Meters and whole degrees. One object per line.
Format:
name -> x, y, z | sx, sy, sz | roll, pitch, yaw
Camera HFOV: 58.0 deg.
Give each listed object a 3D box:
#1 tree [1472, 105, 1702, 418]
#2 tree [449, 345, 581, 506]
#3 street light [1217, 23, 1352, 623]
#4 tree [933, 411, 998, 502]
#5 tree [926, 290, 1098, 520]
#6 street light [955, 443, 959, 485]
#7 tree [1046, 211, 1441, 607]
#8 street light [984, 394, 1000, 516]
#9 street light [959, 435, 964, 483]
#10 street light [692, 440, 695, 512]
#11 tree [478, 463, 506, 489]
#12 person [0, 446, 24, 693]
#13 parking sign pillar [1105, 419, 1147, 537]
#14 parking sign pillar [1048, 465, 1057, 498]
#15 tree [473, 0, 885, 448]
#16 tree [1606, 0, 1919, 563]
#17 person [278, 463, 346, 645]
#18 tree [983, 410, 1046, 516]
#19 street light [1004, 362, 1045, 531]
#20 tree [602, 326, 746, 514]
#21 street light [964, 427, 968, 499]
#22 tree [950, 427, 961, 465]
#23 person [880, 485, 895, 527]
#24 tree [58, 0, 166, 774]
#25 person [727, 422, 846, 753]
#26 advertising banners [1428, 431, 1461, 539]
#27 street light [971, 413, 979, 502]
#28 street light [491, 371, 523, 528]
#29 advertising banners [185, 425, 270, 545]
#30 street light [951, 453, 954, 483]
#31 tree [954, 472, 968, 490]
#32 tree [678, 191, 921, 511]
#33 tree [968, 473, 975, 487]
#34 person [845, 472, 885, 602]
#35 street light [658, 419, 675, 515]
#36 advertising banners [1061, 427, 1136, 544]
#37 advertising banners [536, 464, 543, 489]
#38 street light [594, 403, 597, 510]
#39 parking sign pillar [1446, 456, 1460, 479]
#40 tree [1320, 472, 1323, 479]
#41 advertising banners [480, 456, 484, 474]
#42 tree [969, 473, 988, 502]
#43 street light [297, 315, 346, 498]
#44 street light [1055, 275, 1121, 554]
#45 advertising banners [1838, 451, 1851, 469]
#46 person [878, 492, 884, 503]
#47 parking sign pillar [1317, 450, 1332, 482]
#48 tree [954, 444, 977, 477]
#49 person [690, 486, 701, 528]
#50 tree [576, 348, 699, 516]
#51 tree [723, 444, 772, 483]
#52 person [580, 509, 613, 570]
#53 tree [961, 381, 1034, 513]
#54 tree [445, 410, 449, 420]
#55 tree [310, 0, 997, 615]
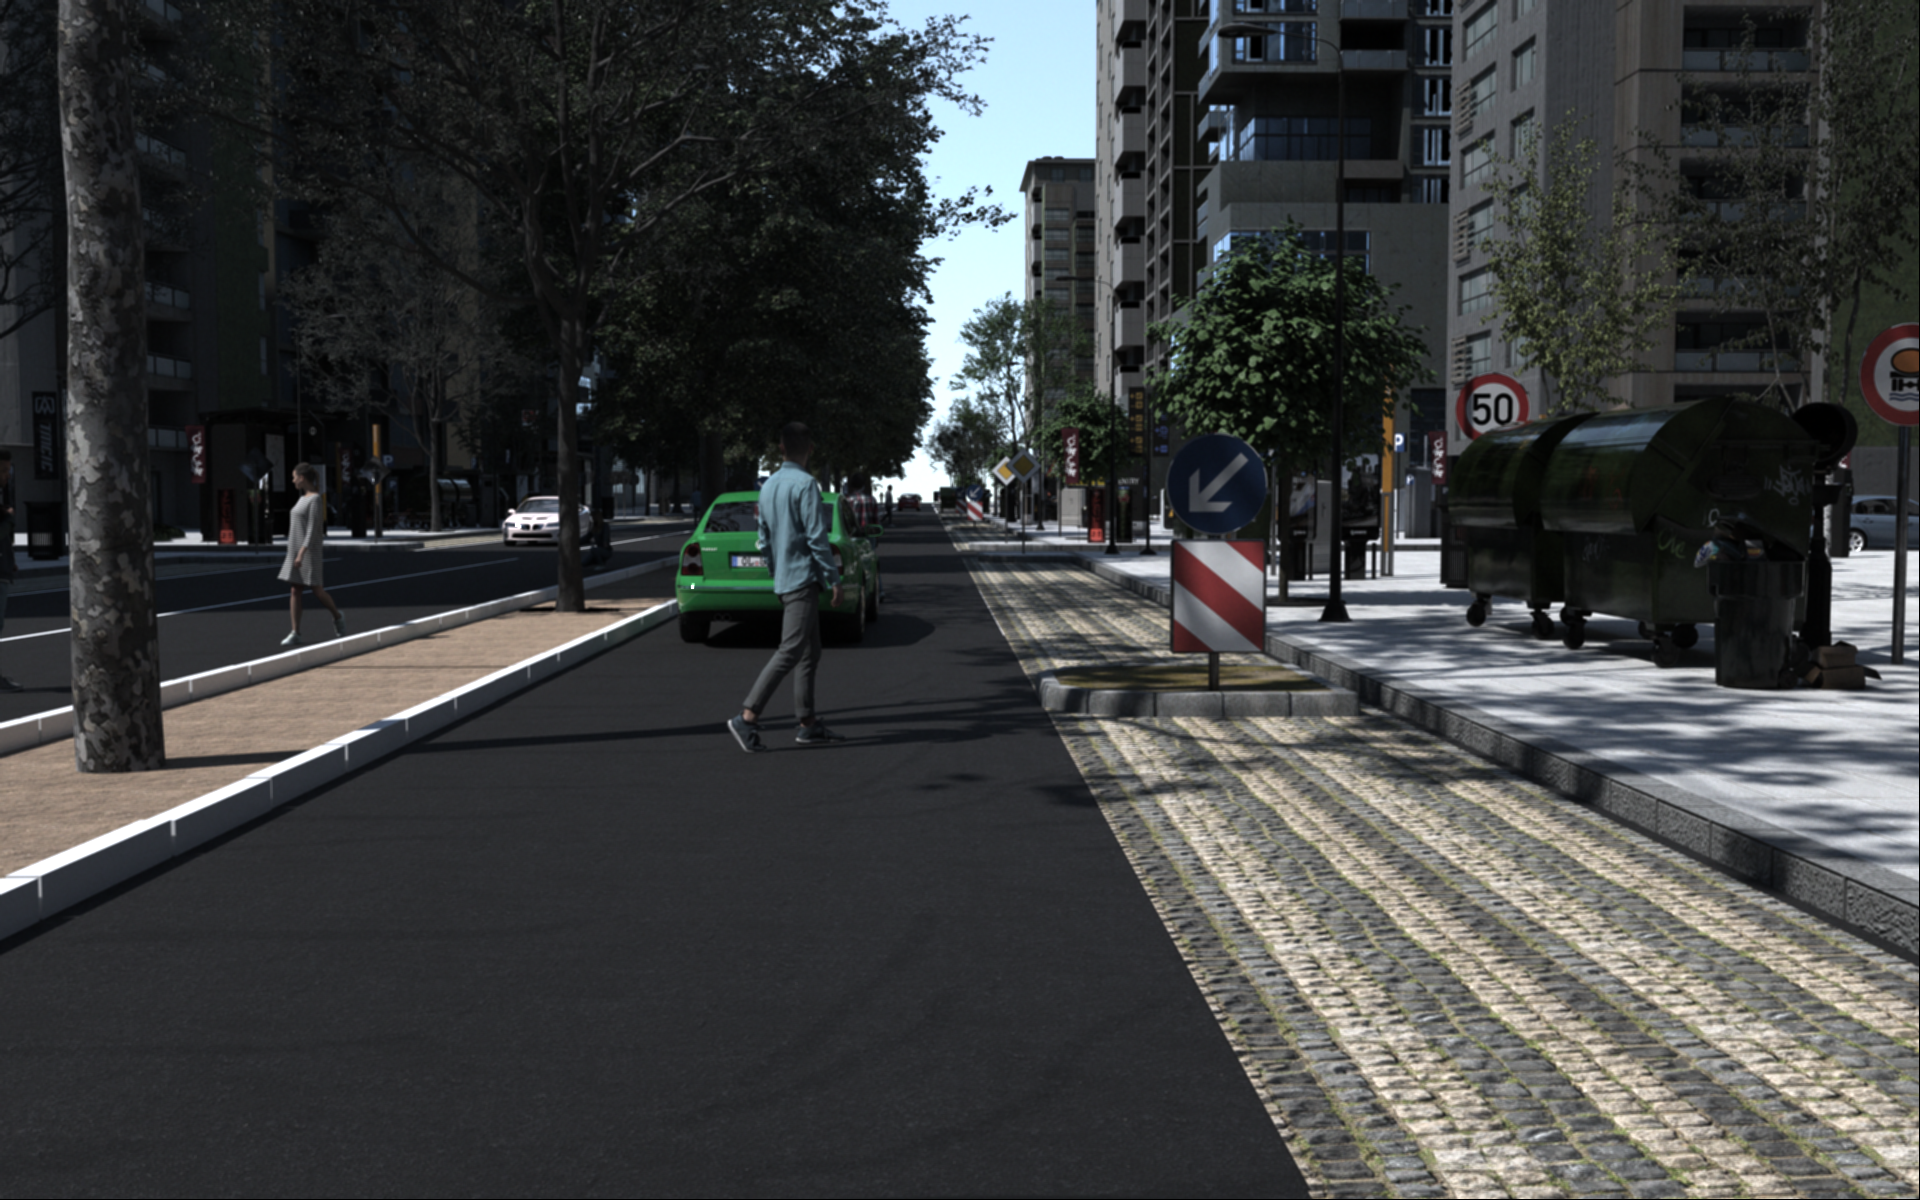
tree -> 11.624, -5.063, 33.140 | 4.737, 8.622, 4.395 | 0, 3, 0
tree -> -18.673, -7.564, 74.034 | 4.360, 8.622, 3.978 | 0, 3, 0
street light -> 3.241, -2.737, 17.287 | 1.470, 5.913, 1.316 | 0, 4, -1
tree -> 1.496, -15.297, 184.520 | 7.601, 10.594, 8.767 | 3, 5, 41
tree -> 3.138, -9.867, 87.076 | 9.928, 11.665, 9.643 | 0, 3, 0
street light -> 0.490, -11.275, 156.881 | 1.470, 5.913, 1.316 | 0, 4, -1
tree -> 3.842, -2.229, 20.153 | 4.285, 4.588, 4.351 | 0, 3, 0
street light -> 1.962, -6.598, 80.414 | 1.470, 5.913, 1.316 | 0, 4, -1
street light -> 0.892, -10.016, 136.309 | 1.470, 5.913, 1.316 | 0, 4, -1
street light -> -18.068, -9.090, 121.168 | 1.470, 5.913, 1.316 | 0, 4, -1
tree -> -28.454, -6.779, 105.435 | 1.663, 3.219, 1.824 | 0, 3, 0
person -> -7.001, -0.219, 12.420 | 0.623, 1.781, 0.721 | 2, 4, 33
parking sign pillar -> 5.063, -3.920, 52.561 | 1.447, 3.967, 1.447 | 2, 4, 32
parking sign pillar -> 6.543, -7.791, 115.847 | 1.447, 3.967, 1.447 | 1, 4, 13
tree -> -4.727, -7.581, 33.065 | 9.857, 13.997, 8.962 | 0, 3, 0
tree -> 10.345, -4.312, 20.859 | 4.360, 8.622, 3.978 | 0, 3, 0
person -> -6.264, -0.454, 16.676 | 0.466, 1.731, 0.760 | 1, 4, 17
tree -> 3.660, -4.012, 49.305 | 4.285, 4.588, 4.351 | 0, 3, 0
street light -> 2.296, -5.405, 60.907 | 1.470, 5.913, 1.316 | 0, 4, -1
tree -> -18.643, -11.995, 113.120 | 9.611, 12.733, 9.660 | 0, 3, 0
street light -> 1.186, -8.984, 119.425 | 1.470, 5.913, 1.316 | 0, 4, -1
tree -> 1.460, -12.275, 151.065 | 4.360, 8.622, 3.978 | 0, 3, 0
person -> -3.226, -4.159, 76.344 | 0.795, 1.843, 0.661 | 0, 4, 3
tree -> -3.143, -9.127, 7.578 | 12.611, 20.169, 13.585 | 0, 3, 0
person -> -0.994, -0.088, 9.808 | 0.748, 1.841, 0.638 | -1, 4, -23
advertising banners -> 13.931, -3.152, 47.718 | 2.074, 3.025, 0.090 | 1, 4, 9
street light -> 1.490, -7.791, 99.918 | 1.470, 5.913, 1.316 | 0, 4, -1
street light -> -16.945, -5.656, 65.015 | 1.470, 5.913, 1.316 | 0, 4, -1
advertising banners -> -18.485, -2.905, 43.678 | 2.074, 3.025, 0.090 | 0, 4, 1
street light -> 0.038, -12.496, 176.843 | 1.470, 5.913, 1.316 | 0, 4, -1
tree -> 0.794, -15.428, 235.965 | 4.285, 4.588, 4.351 | 0, 3, 0
tree -> -5.339, -8.563, 60.595 | 7.486, 12.596, 7.792 | 0, 3, 0
tree -> 3.055, -7.304, 103.127 | 4.285, 4.588, 4.351 | 0, 3, 0
person -> -1.300, -0.828, 22.872 | 0.563, 1.720, 0.643 | -2, 4, -30
street light -> -17.765, -8.151, 105.802 | 1.470, 5.913, 1.316 | 0, 4, -1
advertising banners -> 3.600, -3.000, 45.235 | 2.074, 3.025, 0.090 | 2, 4, 24
advertising banners -> -24.265, -6.500, 102.458 | 0.090, 3.025, 2.074 | 3, 4, 37
street light -> -17.455, -6.899, 85.342 | 1.470, 5.913, 1.316 | 0, 4, -1
parking sign pillar -> 20.784, -5.231, 73.996 | 1.447, 3.967, 1.447 | -1, 4, -18
tree -> 14.439, -4.348, 65.693 | 1.663, 3.219, 1.824 | 0, 3, 0
advertising banners -> -21.852, -5.125, 79.979 | 0.090, 3.025, 2.074 | 0, 4, 1
tree -> 1.983, -11.031, 174.955 | 1.663, 3.219, 1.824 | 0, 3, 0
street light -> -16.599, -4.433, 45.018 | 1.470, 5.913, 1.316 | 0, 4, -1
street light -> 2.717, -3.935, 36.884 | 1.470, 5.913, 1.316 | 0, 4, -1
advertising banners -> 24.235, -3.220, 48.835 | 0.090, 3.025, 2.074 | -2, 4, -24
person -> -12.264, -15.990, 269.963 | 1.348, 1.821, 0.705 | 3, 5, 42
parking sign pillar -> 15.809, -5.346, 75.878 | 1.447, 3.967, 1.447 | 0, 4, 5
tree -> 0.492, -18.042, 245.346 | 4.737, 8.622, 4.395 | 0, 3, 0
person -> -10.982, -3.892, 72.474 | 0.601, 1.785, 0.444 | 1, 4, 13
tree -> -18.218, -10.155, 100.438 | 8.767, 10.594, 7.601 | -1, 4, -9
tree -> -20.145, -13.159, 165.514 | 4.737, 8.622, 4.395 | 0, 3, 0
person -> -6.832, -1.137, 32.587 | 0.738, 1.151, 1.012 | -3, 5, -45
tree -> 2.648, -9.939, 112.871 | 4.360, 8.622, 3.978 | 0, 3, 0
tree -> -27.669, -9.166, 100.224 | 4.360, 8.622, 3.978 | 0, 3, 0
tree -> -4.767, -6.602, 20.775 | 12.009, 13.543, 11.850 | 0, 3, 0
